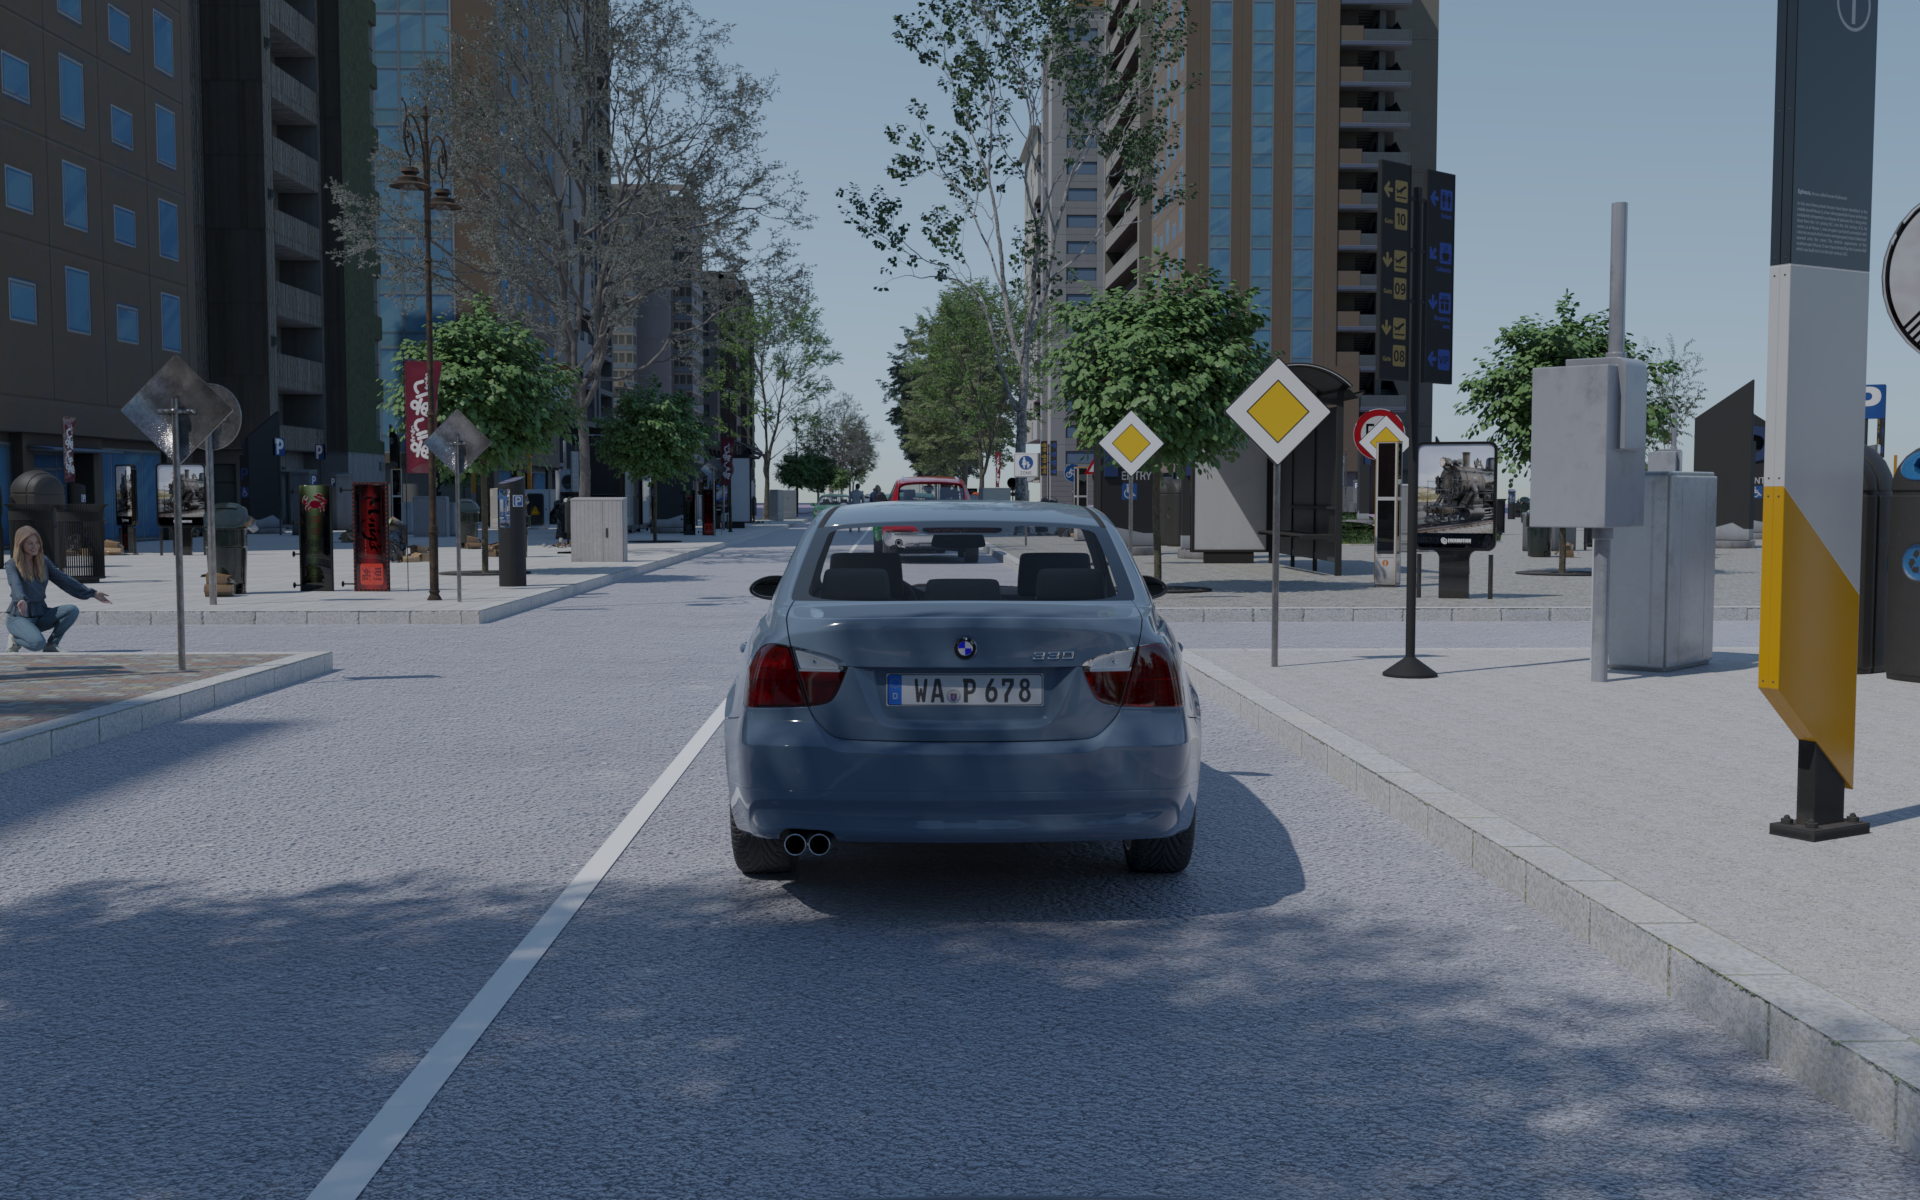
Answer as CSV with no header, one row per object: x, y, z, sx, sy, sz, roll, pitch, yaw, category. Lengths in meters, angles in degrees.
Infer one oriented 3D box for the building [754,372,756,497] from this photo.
-35.768,-28.520,238.001,14.160,30.474,14.107,0,4,-2,building

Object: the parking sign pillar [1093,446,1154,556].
3.495,-2.940,36.543,1.447,3.967,1.447,-1,4,-17,parking sign pillar

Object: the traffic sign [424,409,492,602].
-5.944,-1.032,20.516,0.795,2.450,0.064,0,4,-2,traffic sign

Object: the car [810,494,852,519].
-5.442,-3.886,75.337,2.131,1.459,4.920,0,4,-3,car

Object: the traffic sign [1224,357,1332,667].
2.334,-0.560,12.803,0.795,2.450,0.064,0,4,-2,traffic sign

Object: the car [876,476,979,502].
-0.684,-1.778,37.742,2.281,1.827,5.304,0,4,-3,car

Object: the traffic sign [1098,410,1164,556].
2.046,-1.048,20.783,0.795,2.450,0.064,0,4,-2,traffic sign

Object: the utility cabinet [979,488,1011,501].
1.214,-3.200,60.993,1.173,1.500,0.318,-2,4,-32,utility cabinet

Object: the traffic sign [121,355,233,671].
-5.655,-0.544,12.536,0.795,2.450,0.064,0,4,-2,traffic sign

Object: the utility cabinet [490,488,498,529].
-16.722,-3.334,63.197,0.318,1.500,1.173,-3,5,-44,utility cabinet

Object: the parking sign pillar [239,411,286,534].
-22.638,-4.133,56.041,1.447,3.967,1.447,2,4,26,parking sign pillar

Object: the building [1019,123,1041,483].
23.312,-39.924,241.997,28.713,52.752,27.495,0,4,-2,building

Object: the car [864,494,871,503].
-9.788,-10.920,190.538,2.014,1.417,4.499,0,4,-2,car

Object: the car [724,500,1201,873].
-0.002,0.254,7.843,2.014,1.417,4.499,0,4,0,car

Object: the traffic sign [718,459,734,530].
-8.399,-3.753,61.470,0.768,2.556,0.104,0,4,-2,traffic sign

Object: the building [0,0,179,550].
-28.265,-23.889,40.700,14.600,45.320,14.200,0,4,-2,building

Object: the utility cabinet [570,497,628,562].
-6.831,-1.322,32.777,1.020,1.237,0.306,0,4,6,utility cabinet

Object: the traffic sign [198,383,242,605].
-8.652,-1.216,19.991,0.768,2.556,0.104,0,4,8,traffic sign

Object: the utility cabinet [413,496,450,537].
-15.839,-2.492,51.904,1.020,1.237,0.306,0,4,6,utility cabinet

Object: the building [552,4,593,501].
-38.469,-31.717,107.820,28.713,52.752,27.495,0,4,-2,building

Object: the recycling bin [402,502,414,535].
-17.649,-2.609,55.214,0.722,1.027,0.722,0,4,3,recycling bin

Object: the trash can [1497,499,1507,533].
16.834,-2.620,54.488,0.748,1.137,0.748,0,3,0,trash can

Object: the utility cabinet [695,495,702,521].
-13.150,-4.696,87.935,0.306,1.237,1.020,1,4,17,utility cabinet

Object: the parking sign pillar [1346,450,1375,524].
17.199,-5.220,73.819,1.447,3.967,1.447,1,4,8,parking sign pillar

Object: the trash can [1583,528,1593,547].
15.438,-1.854,41.962,0.748,1.137,0.748,0,3,0,trash can

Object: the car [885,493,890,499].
-1.294,-2.125,43.545,1.959,1.807,4.718,0,4,-3,car

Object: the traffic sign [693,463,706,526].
-10.732,-4.308,70.541,0.768,2.556,0.104,0,4,3,traffic sign

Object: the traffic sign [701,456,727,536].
-7.465,-3.141,52.538,0.795,2.450,0.064,0,4,1,traffic sign

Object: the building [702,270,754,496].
-34.808,-27.660,223.946,14.160,30.474,14.107,0,4,-2,building

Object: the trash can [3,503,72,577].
-14.081,-0.895,26.285,0.748,1.137,0.748,0,3,0,trash can

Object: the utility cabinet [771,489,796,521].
-8.818,-4.817,87.439,1.173,1.500,0.318,-3,5,-42,utility cabinet

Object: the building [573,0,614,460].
-35.381,-42.394,131.392,20.563,71.187,20.611,0,4,-2,building

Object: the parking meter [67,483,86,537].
-19.713,-1.850,38.663,0.372,1.533,0.369,0,3,0,parking meter

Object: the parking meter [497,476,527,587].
-6.227,-0.958,24.074,0.372,1.533,0.369,0,3,0,parking meter

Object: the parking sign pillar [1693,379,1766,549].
18.224,-3.231,41.295,1.447,3.967,1.447,3,4,39,parking sign pillar

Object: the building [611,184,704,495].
-43.323,-31.342,204.314,32.217,40.220,23.993,0,4,-2,building

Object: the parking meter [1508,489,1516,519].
28.000,-4.862,87.903,0.372,1.533,0.369,0,3,0,parking meter

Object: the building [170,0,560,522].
-28.247,-26.596,84.954,14.600,45.320,14.200,0,4,-2,building

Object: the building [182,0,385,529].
-30.366,-17.829,63.204,14.160,30.474,14.107,0,4,-2,building

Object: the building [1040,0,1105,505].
20.437,-41.032,212.869,21.231,58.520,28.212,0,4,-2,building

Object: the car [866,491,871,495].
-11.340,-12.883,219.438,1.959,1.807,4.718,0,4,-3,car

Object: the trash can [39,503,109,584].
-12.667,-0.814,24.962,0.748,1.137,0.748,0,3,0,trash can

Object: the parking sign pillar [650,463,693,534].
-9.436,-4.173,56.703,1.447,3.967,1.447,-2,4,-27,parking sign pillar

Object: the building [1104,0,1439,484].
22.833,-31.092,132.058,21.300,48.544,21.600,0,4,-2,building

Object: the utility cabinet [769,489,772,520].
-10.149,-5.213,93.918,0.318,1.500,1.173,0,4,5,utility cabinet

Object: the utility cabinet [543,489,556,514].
-19.097,-4.370,80.127,0.318,1.500,1.173,-3,4,-39,utility cabinet

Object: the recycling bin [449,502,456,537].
-15.353,-2.456,52.707,0.722,1.027,0.722,2,4,30,recycling bin

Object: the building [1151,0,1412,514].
20.571,-28.384,114.196,14.600,45.320,14.200,0,4,-2,building

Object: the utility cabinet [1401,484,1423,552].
9.756,-1.804,38.180,1.173,1.500,0.318,-1,4,-16,utility cabinet

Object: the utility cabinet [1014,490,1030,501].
3.349,-5.210,93.861,0.318,1.500,1.173,2,4,31,utility cabinet

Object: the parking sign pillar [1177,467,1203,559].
5.071,-2.815,34.504,1.447,3.967,1.447,0,4,3,parking sign pillar
